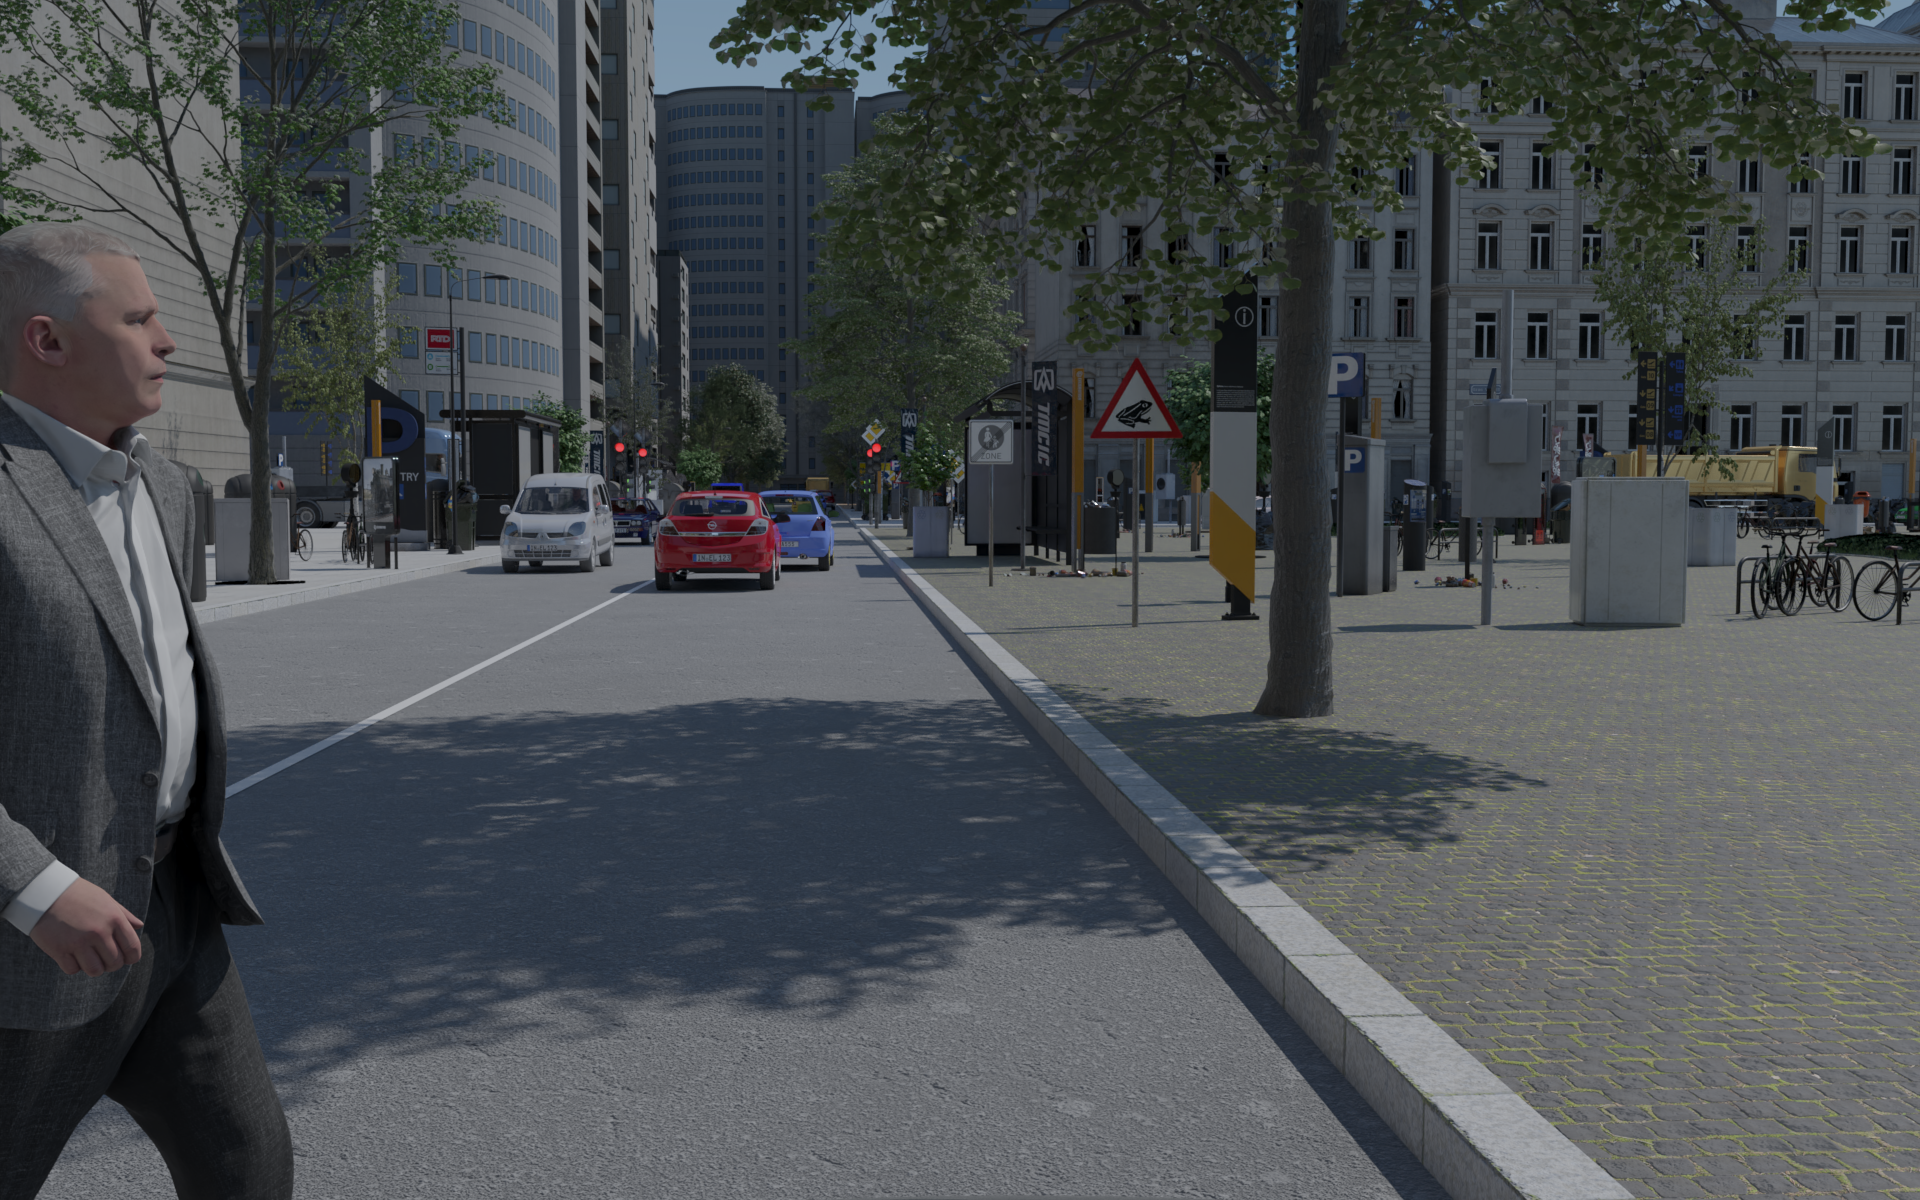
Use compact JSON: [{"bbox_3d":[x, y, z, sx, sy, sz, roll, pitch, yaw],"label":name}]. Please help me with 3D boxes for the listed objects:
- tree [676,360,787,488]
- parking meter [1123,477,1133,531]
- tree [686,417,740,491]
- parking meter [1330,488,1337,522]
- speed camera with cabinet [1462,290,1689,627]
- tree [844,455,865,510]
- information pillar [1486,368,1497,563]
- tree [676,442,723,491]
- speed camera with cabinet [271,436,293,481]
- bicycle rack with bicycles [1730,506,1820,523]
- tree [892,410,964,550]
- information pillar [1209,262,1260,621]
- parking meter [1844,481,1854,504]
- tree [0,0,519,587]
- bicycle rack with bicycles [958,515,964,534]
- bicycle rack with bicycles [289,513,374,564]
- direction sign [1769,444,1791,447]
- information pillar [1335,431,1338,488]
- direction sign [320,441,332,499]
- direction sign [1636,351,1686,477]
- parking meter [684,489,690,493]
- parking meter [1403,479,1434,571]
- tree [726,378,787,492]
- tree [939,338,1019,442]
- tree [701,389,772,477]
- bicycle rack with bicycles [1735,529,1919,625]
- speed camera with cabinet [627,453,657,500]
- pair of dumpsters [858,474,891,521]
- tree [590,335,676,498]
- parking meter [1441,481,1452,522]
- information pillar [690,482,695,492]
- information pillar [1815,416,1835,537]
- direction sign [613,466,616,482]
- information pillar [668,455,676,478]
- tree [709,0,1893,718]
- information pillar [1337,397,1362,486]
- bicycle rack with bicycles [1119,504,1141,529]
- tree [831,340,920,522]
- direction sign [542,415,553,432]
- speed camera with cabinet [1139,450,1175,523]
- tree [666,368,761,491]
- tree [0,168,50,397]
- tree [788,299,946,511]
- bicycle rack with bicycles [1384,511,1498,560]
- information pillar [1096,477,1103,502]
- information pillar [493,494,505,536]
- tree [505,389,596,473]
[{"bbox_3d":[-19.609,-14.117,147.821,9.611,12.733,9.660,0,3,0],"label":"tree"},{"bbox_3d":[5.930,-3.356,60.584,0.399,1.863,0.255,-1,4,-22],"label":"parking meter"},{"bbox_3d":[-19.608,-11.477,138.010,4.737,8.622,4.395,0,3,0],"label":"tree"},{"bbox_3d":[13.111,-3.190,60.574,0.372,1.533,0.369,0,3,0],"label":"parking meter"},{"bbox_3d":[6.019,-1.386,16.989,2.038,3.252,0.660,0,4,7],"label":"speed camera with cabinet"},{"bbox_3d":[-7.877,-9.621,141.023,4.285,4.588,4.351,0,3,0],"label":"tree"},{"bbox_3d":[9.789,-2.484,31.972,0.183,3.616,0.504,2,4,28],"label":"information pillar"},{"bbox_3d":[-16.607,-7.754,110.497,4.285,4.588,4.351,0,3,0],"label":"tree"},{"bbox_3d":[-23.790,-3.988,59.542,2.038,3.252,0.660,2,4,34],"label":"speed camera with cabinet"},{"bbox_3d":[22.980,-2.213,49.561,2.925,0.926,2.852,-1,4,-20],"label":"bicycle rack with bicycles"},{"bbox_3d":[-0.834,-2.777,40.000,1.663,3.219,1.824,0,3,0],"label":"tree"},{"bbox_3d":[2.783,-1.602,17.545,0.504,3.616,0.183,-1,4,-15],"label":"information pillar"},{"bbox_3d":[41.124,-4.554,80.166,0.255,1.863,0.399,0,4,-2],"label":"parking meter"},{"bbox_3d":[-10.008,-6.017,24.132,9.928,11.665,9.643,0,3,0],"label":"tree"},{"bbox_3d":[1.555,-2.547,55.029,2.852,0.926,2.925,-2,4,-24],"label":"bicycle rack with bicycles"},{"bbox_3d":[-11.860,-1.178,32.650,2.852,0.926,2.925,0,4,-4],"label":"bicycle rack with bicycles"},{"bbox_3d":[37.122,-5.304,78.721,0.876,3.537,0.379,-1,4,-12],"label":"direction sign"},{"bbox_3d":[14.008,-4.459,64.257,0.183,3.616,0.504,0,4,-2],"label":"information pillar"},{"bbox_3d":[-27.120,-5.027,74.194,0.379,3.537,0.876,1,4,10],"label":"direction sign"},{"bbox_3d":[11.177,-2.183,27.682,0.876,3.537,0.379,-1,4,-17],"label":"direction sign"},{"bbox_3d":[-15.717,-5.758,99.854,0.255,1.863,0.399,1,4,12],"label":"parking meter"},{"bbox_3d":[7.608,-1.258,28.980,0.372,1.533,0.369,0,3,0],"label":"parking meter"},{"bbox_3d":[-23.635,-17.428,191.600,9.857,13.997,8.962,0,3,0],"label":"tree"},{"bbox_3d":[0.972,-7.863,78.915,4.360,8.622,3.978,0,3,0],"label":"tree"},{"bbox_3d":[-22.005,-14.777,167.357,9.928,11.665,9.643,0,3,0],"label":"tree"},{"bbox_3d":[9.303,-0.293,18.178,2.925,0.926,2.852,-2,4,-29],"label":"bicycle rack with bicycles"},{"bbox_3d":[-15.455,-5.485,84.011,0.660,3.252,2.038,1,4,18],"label":"speed camera with cabinet"},{"bbox_3d":[-4.185,-5.048,85.034,1.574,2.255,4.437,0,4,-4],"label":"pair of dumpsters"},{"bbox_3d":[-14.851,-7.914,79.748,4.360,8.622,3.978,0,3,0],"label":"tree"},{"bbox_3d":[21.450,-4.323,76.389,0.255,1.863,0.399,-2,4,-27],"label":"parking meter"},{"bbox_3d":[-16.052,-6.066,103.674,0.304,2.012,0.304,-2,4,-34],"label":"information pillar"},{"bbox_3d":[26.069,-3.720,52.174,0.183,3.616,0.504,-3,5,-41],"label":"information pillar"},{"bbox_3d":[-28.296,-9.168,141.886,0.379,3.537,0.876,-2,4,-27],"label":"direction sign"},{"bbox_3d":[-17.344,-6.912,104.365,0.183,3.616,0.504,3,5,45],"label":"information pillar"},{"bbox_3d":[2.387,-5.611,9.867,7.486,12.596,7.792,0,3,0],"label":"tree"},{"bbox_3d":[6.972,-2.410,30.757,0.183,3.616,0.504,-1,4,-20],"label":"information pillar"},{"bbox_3d":[5.162,-3.069,63.556,2.925,0.926,2.852,-3,5,-45],"label":"bicycle rack with bicycles"},{"bbox_3d":[-3.665,-7.929,80.003,4.360,8.622,3.978,0,3,0],"label":"tree"},{"bbox_3d":[-11.897,-3.532,49.744,0.379,3.537,0.876,1,4,13],"label":"direction sign"},{"bbox_3d":[8.694,-5.081,77.403,0.660,3.252,2.038,-3,4,-38],"label":"speed camera with cabinet"},{"bbox_3d":[-18.109,-11.804,127.409,7.601,10.594,8.767,-1,4,-9],"label":"tree"},{"bbox_3d":[-9.147,-1.884,14.520,4.285,4.588,4.351,0,3,0],"label":"tree"},{"bbox_3d":[-5.344,-11.891,104.795,12.009,13.543,11.850,0,3,0],"label":"tree"},{"bbox_3d":[9.261,-1.305,34.718,2.925,0.926,2.852,-2,4,-34],"label":"bicycle rack with bicycles"},{"bbox_3d":[6.115,-4.362,75.809,0.304,2.012,0.304,0,4,2],"label":"information pillar"},{"bbox_3d":[-13.658,-2.865,51.337,0.304,2.012,0.304,0,4,-4],"label":"information pillar"},{"bbox_3d":[-13.084,-4.329,54.493,4.285,4.588,4.351,0,3,0],"label":"tree"}]
